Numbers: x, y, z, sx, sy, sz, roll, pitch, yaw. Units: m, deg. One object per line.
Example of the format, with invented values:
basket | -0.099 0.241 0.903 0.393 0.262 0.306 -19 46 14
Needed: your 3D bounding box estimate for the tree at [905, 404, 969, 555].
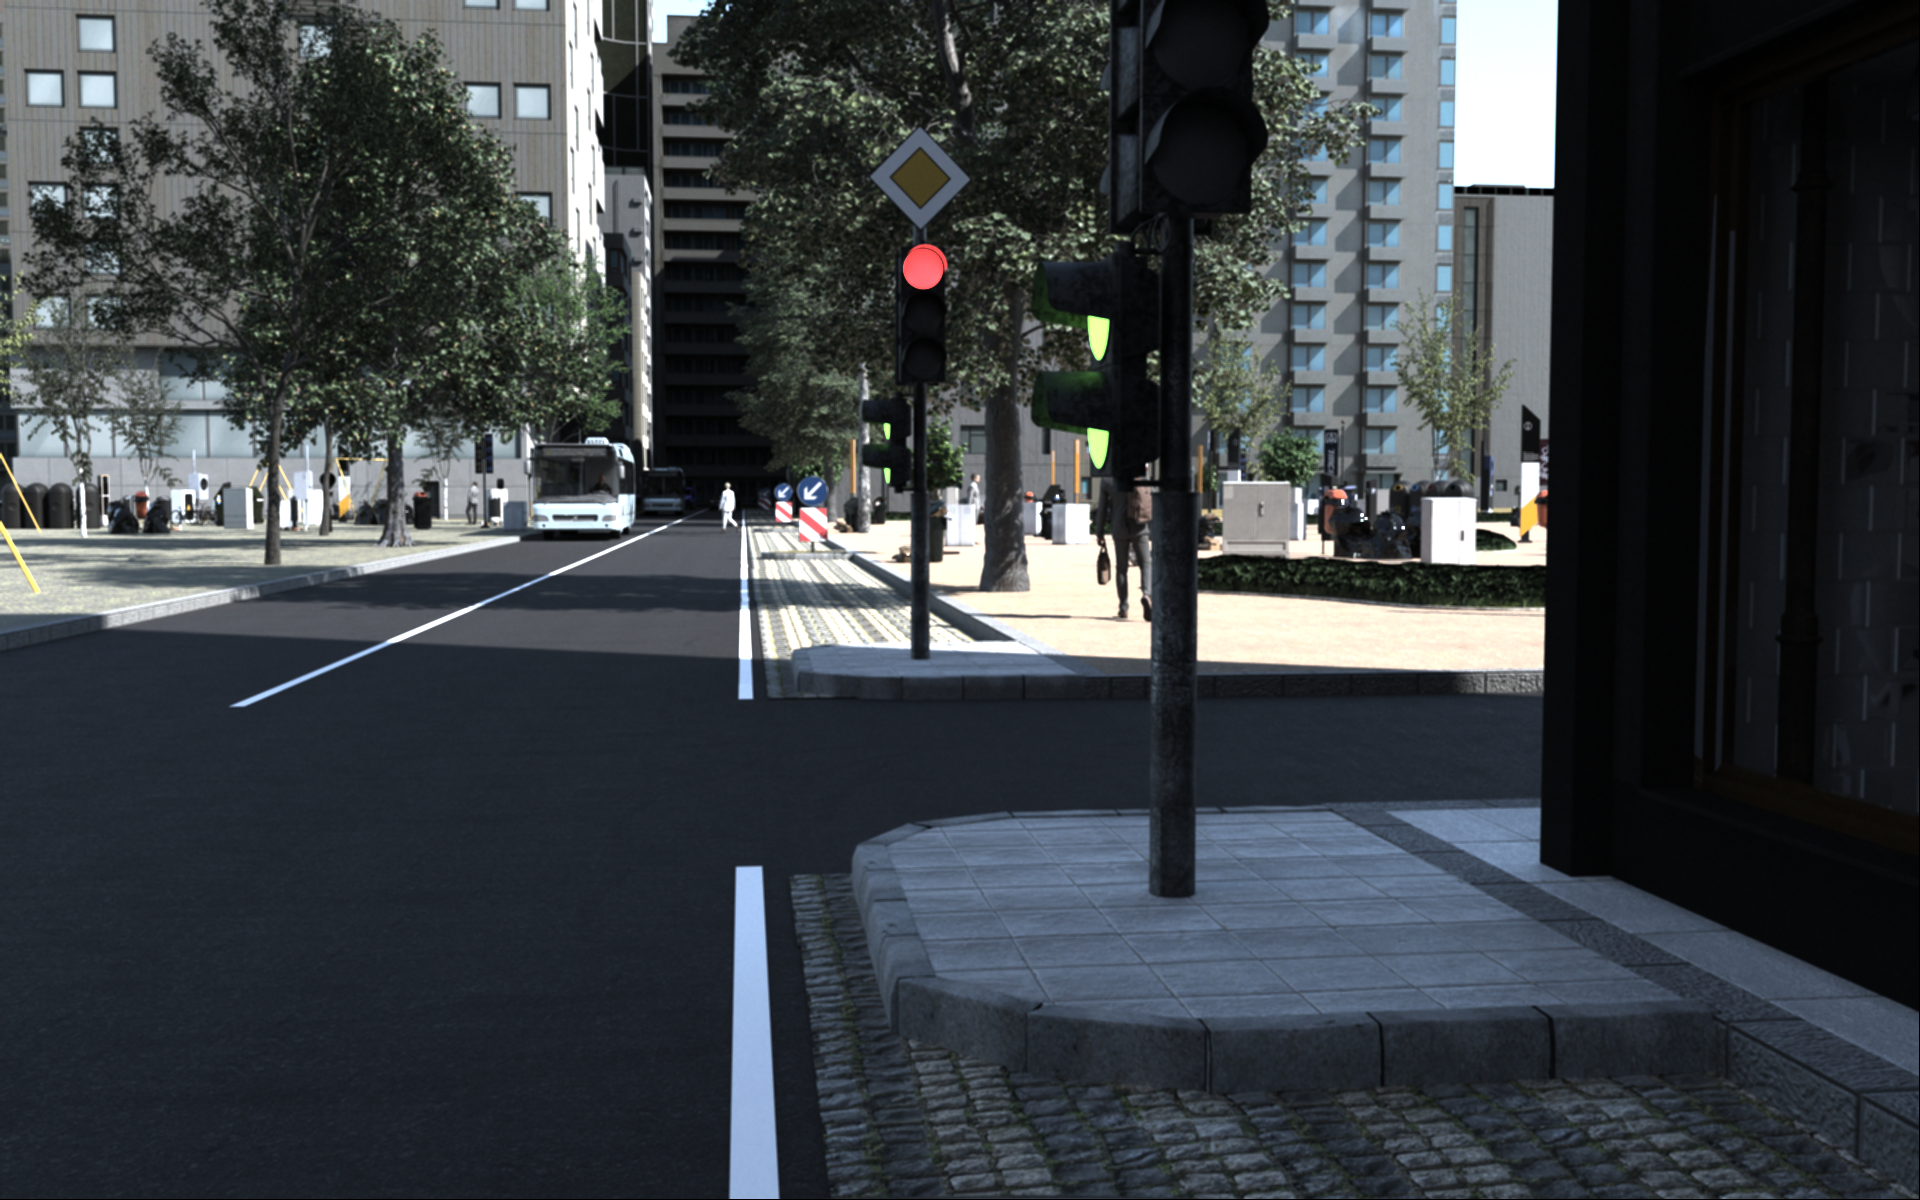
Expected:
tree | -0.648 -2.594 37.018 1.663 3.219 1.824 0 3 0

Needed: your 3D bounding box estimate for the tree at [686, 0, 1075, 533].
tree | -1.761 -12.203 55.416 12.611 20.169 13.585 0 3 0

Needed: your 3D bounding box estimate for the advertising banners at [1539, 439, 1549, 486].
advertising banners | 19.242 -3.580 54.726 2.074 3.025 0.090 2 4 29

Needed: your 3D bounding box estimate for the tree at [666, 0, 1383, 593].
tree | 0.657 -7.077 22.367 9.857 13.997 8.962 0 3 0

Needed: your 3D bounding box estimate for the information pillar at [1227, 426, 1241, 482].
information pillar | 9.454 -4.181 59.715 0.504 3.616 0.183 3 5 43

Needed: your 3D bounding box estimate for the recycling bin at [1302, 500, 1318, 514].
recycling bin | 15.843 -4.063 78.989 0.722 1.027 0.722 -3 4 -39

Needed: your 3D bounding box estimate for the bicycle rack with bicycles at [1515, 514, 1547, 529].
bicycle rack with bicycles | 22.047 -3.030 62.926 2.925 0.926 2.852 3 5 41

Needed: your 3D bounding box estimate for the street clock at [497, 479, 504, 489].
street clock | -21.554 -4.691 81.264 0.358 2.002 0.471 0 4 -3

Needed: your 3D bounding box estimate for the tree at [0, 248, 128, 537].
tree | -26.289 -6.168 51.207 4.360 8.622 3.978 0 3 0

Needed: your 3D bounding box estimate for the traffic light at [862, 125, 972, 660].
traffic light | -0.328 -1.496 13.380 0.839 4.253 0.868 0 4 -7

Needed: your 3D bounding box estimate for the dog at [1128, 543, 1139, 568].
dog | 3.016 -0.988 30.534 0.513 0.831 0.800 0 4 -4

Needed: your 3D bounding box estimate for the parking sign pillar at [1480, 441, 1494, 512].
parking sign pillar | 26.830 -6.097 88.158 1.447 3.967 1.447 2 4 26

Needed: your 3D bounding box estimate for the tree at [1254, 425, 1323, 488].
tree | 15.507 -6.011 81.998 4.285 4.588 4.351 0 3 0

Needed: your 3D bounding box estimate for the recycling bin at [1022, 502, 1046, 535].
recycling bin | 2.370 -2.539 54.070 0.722 1.027 0.722 3 5 44

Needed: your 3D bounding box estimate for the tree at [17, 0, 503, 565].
tree | -12.439 -5.897 30.822 8.767 10.594 7.601 -1 4 -13

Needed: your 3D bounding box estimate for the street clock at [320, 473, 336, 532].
street clock | -21.288 -3.290 58.354 0.471 2.002 0.358 -2 4 -33

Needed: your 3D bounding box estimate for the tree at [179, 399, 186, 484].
tree | -37.993 -7.970 80.676 4.360 8.622 3.978 0 3 0

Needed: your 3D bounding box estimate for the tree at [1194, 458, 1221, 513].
tree | 12.991 -5.832 89.946 1.663 3.219 1.824 0 3 0

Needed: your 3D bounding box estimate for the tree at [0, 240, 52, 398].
tree | -23.844 -5.500 40.294 4.737 8.622 4.395 0 3 0

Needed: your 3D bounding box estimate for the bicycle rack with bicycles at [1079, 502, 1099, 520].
bicycle rack with bicycles | 5.287 -3.994 78.689 2.852 0.926 2.925 1 4 18

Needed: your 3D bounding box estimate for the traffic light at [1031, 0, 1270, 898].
traffic light | 0.664 -1.011 5.457 0.839 4.253 0.868 0 4 -7

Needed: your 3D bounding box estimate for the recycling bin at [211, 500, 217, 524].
recycling bin | -32.175 -3.856 75.596 0.722 1.027 0.722 3 5 44

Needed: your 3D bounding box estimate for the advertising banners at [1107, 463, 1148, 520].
advertising banners | 6.329 -4.190 64.691 2.074 3.025 0.090 -2 4 -35

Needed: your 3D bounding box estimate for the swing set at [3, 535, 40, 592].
swing set | -12.920 -1.410 20.668 2.862 2.851 3.119 -1 4 -18

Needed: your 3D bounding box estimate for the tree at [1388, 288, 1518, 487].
tree | 17.312 -6.819 61.851 4.737 8.622 4.395 0 3 0

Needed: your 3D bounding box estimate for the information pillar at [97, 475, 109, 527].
information pillar | -33.290 -3.843 67.324 0.304 2.012 0.304 2 4 31

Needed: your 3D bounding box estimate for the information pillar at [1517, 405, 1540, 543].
information pillar | 14.932 -3.306 45.413 0.504 3.616 0.183 0 4 -5

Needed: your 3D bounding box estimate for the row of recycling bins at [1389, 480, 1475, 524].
row of recycling bins | 14.191 -2.755 52.158 1.069 1.692 3.534 -1 4 -22

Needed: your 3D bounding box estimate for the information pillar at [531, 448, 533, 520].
information pillar | -21.217 -5.825 86.591 0.504 3.616 0.183 -2 4 -28

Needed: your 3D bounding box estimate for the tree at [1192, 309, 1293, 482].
tree | 10.900 -7.222 68.439 4.737 8.622 4.395 0 3 0

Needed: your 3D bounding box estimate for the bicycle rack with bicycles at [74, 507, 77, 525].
bicycle rack with bicycles | -36.901 -3.544 71.319 2.925 0.926 2.852 0 4 5

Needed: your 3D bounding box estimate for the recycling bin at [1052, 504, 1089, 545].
recycling bin | 2.801 -1.915 43.860 0.722 1.027 0.722 -2 4 -26

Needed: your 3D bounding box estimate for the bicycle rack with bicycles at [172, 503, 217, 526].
bicycle rack with bicycles | -30.993 -3.536 71.195 2.852 0.926 2.925 3 5 40

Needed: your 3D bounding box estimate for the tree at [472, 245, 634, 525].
tree | -17.556 -8.996 72.835 9.928 11.665 9.643 0 3 0

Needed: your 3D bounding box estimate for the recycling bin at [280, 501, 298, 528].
recycling bin | -25.358 -3.219 65.181 0.722 1.027 0.722 -2 4 -28

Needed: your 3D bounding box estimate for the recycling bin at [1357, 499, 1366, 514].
recycling bin | 19.319 -4.269 82.349 0.722 1.027 0.722 -3 4 -38

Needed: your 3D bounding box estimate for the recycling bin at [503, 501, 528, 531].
recycling bin | -15.404 -2.900 59.973 0.722 1.027 0.722 0 4 -4

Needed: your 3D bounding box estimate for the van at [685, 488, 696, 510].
van | -25.404 -9.476 159.318 2.240 2.365 5.245 0 4 -5

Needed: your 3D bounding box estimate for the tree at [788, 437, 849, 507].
tree | -7.205 -6.453 89.227 4.285 4.588 4.351 0 3 0

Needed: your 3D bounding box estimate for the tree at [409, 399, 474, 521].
tree | -24.994 -8.171 83.963 4.360 8.622 3.978 0 3 0

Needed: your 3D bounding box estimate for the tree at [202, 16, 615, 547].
tree | -13.793 -7.655 42.162 9.611 12.733 9.660 0 3 0

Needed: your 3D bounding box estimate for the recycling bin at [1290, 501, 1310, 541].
recycling bin | 9.122 -2.157 47.823 0.722 1.027 0.722 2 4 27

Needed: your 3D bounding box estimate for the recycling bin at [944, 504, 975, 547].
recycling bin | -0.015 -1.824 42.375 0.722 1.027 0.722 0 4 -1

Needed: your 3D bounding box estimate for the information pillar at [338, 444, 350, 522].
information pillar | -28.462 -5.421 79.986 0.504 3.616 0.183 0 4 0
